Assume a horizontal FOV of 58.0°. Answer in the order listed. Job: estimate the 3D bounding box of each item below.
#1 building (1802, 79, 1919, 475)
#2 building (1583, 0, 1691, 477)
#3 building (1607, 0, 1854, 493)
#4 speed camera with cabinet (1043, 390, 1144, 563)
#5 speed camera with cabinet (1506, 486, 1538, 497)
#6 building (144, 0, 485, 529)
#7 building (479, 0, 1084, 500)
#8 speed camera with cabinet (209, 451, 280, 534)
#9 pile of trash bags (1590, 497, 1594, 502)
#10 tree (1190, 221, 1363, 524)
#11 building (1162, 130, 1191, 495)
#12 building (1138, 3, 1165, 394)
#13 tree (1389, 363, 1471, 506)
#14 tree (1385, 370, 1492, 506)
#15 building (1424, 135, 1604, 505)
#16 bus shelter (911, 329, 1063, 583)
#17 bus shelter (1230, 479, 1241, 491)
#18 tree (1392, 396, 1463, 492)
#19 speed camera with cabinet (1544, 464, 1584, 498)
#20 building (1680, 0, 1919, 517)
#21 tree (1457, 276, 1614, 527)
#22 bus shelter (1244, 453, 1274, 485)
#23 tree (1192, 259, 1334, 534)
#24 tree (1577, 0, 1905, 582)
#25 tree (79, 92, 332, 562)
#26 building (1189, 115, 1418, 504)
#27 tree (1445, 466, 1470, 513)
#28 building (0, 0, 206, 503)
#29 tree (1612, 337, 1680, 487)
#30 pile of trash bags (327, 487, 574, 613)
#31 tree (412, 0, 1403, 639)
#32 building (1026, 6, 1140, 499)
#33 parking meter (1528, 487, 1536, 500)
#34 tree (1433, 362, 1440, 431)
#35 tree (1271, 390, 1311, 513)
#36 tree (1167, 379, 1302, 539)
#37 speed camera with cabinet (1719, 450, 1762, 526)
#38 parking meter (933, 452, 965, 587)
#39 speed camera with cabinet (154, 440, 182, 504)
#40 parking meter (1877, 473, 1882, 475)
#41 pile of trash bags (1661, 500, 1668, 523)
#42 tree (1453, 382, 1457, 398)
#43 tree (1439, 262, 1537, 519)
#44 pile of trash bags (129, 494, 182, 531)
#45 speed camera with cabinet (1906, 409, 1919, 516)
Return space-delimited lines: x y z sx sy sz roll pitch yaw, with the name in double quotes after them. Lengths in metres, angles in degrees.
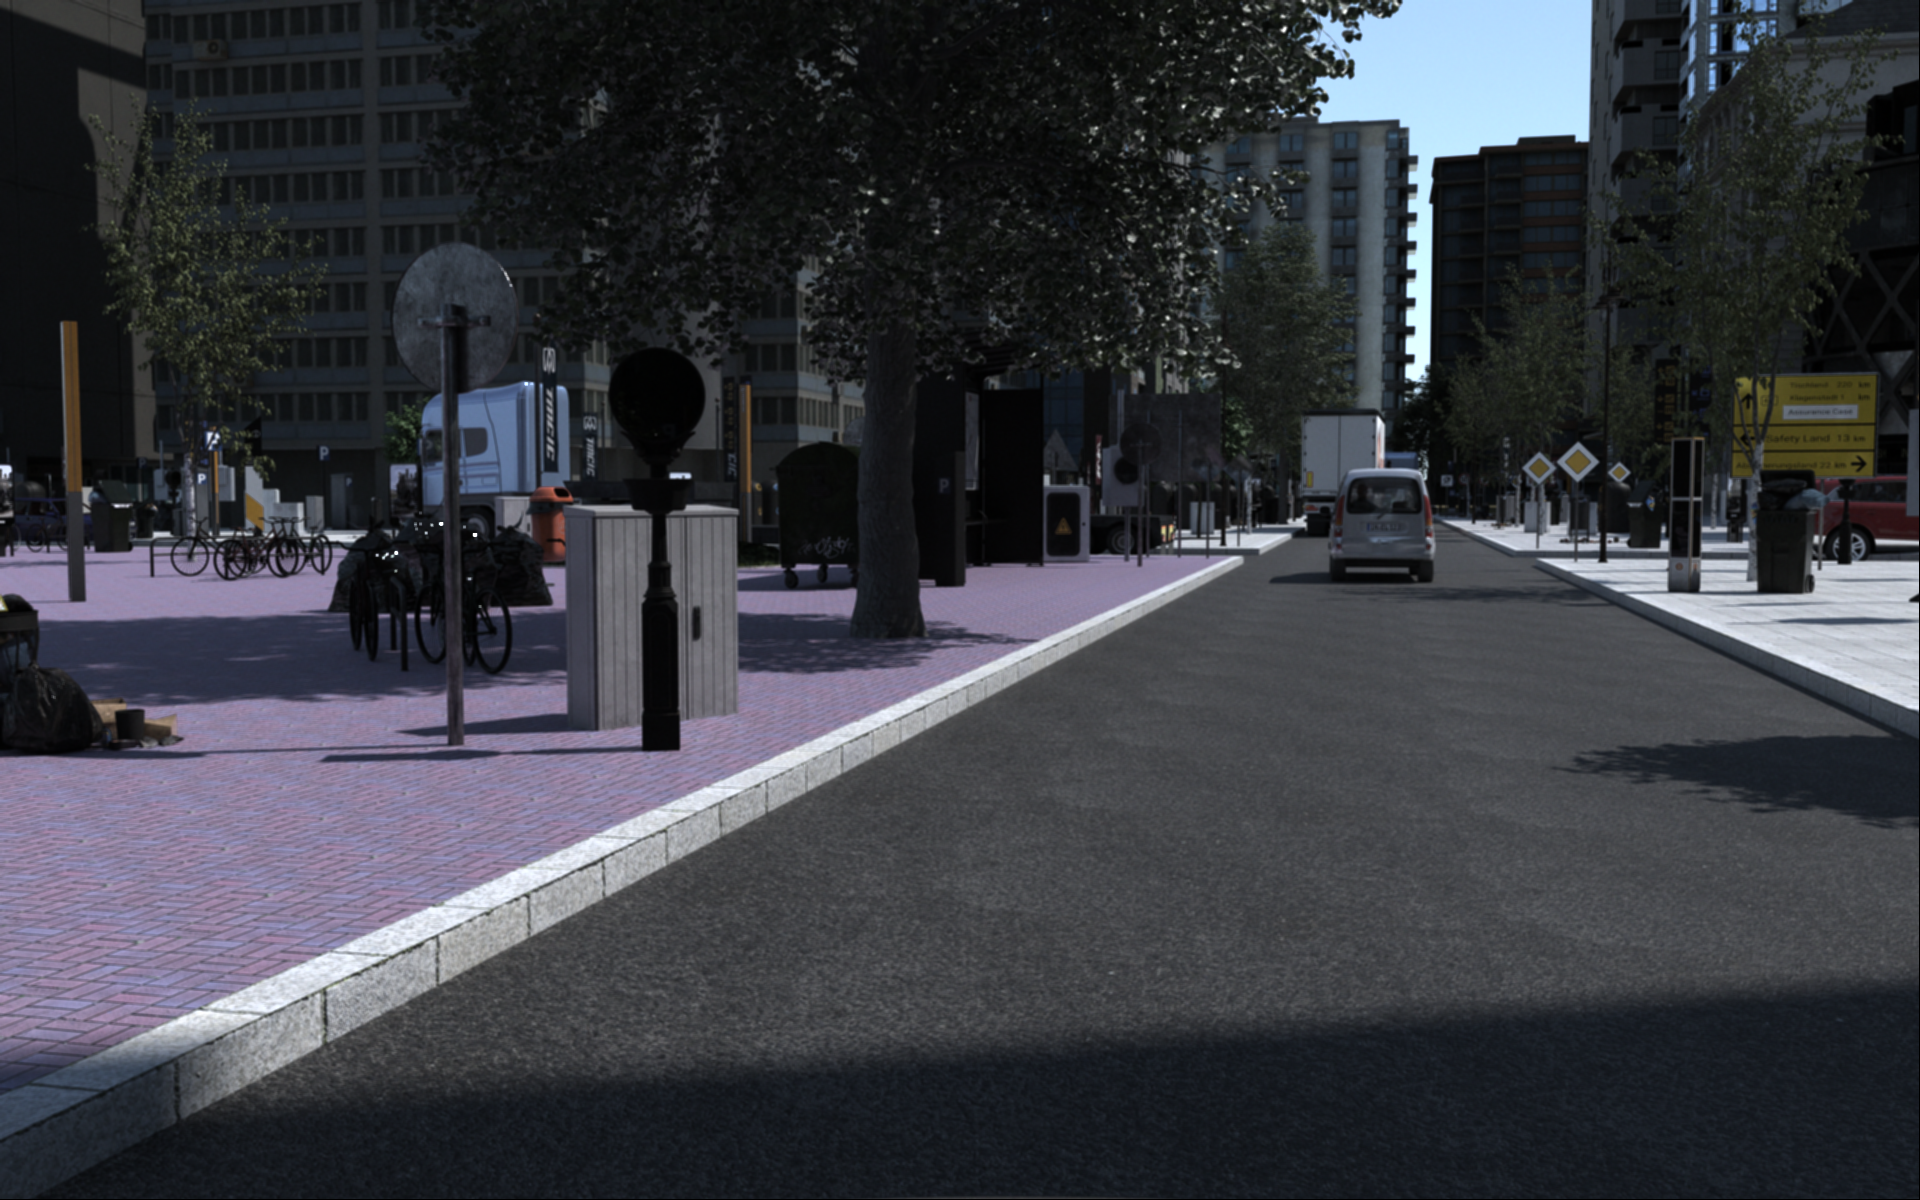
46.088 -12.759 76.060 16.820 18.784 16.811 1 4 13 "building"
71.102 -34.488 153.111 28.713 52.752 27.495 1 4 13 "building"
60.955 -49.652 124.488 22.319 86.520 31.000 1 4 13 "building"
2.412 -2.337 32.553 2.038 3.252 0.660 -1 4 -13 "speed camera with cabinet"
33.142 -6.571 101.776 2.038 3.252 0.660 2 4 34 "speed camera with cabinet"
-16.860 -23.314 73.065 32.217 40.220 23.993 1 4 13 "building"
-9.015 -25.444 107.894 32.217 40.220 23.993 1 4 13 "building"
-23.275 -3.793 56.351 2.038 3.252 0.660 -1 4 -11 "speed camera with cabinet"
37.967 -6.016 108.109 3.447 1.369 1.912 2 4 32 "pile of trash bags"
13.235 -9.467 72.917 7.486 12.596 7.792 0 3 0 "tree"
11.490 -44.775 170.321 20.611 71.187 20.563 1 4 13 "building"
8.714 -27.936 140.352 14.154 41.232 14.086 1 4 13 "building"
41.021 -14.142 149.354 7.486 12.596 7.792 0 3 0 "tree"
35.655 -11.937 129.583 8.767 10.594 7.601 -2 4 -23 "tree"
71.364 -34.262 214.808 28.867 44.769 22.147 1 4 13 "building"
0.291 -2.239 27.893 1.731 3.624 6.357 1 4 14 "bus shelter"
12.732 -5.745 85.212 1.731 3.624 6.357 1 4 14 "bus shelter"
45.762 -14.873 168.936 9.928 11.665 9.643 0 3 0 "tree"
32.914 -6.103 94.125 2.038 3.252 0.660 -1 4 -22 "speed camera with cabinet"
49.182 -18.911 96.578 14.401 28.519 23.554 1 4 13 "building"
19.826 -6.683 59.627 4.360 8.622 3.978 0 3 0 "tree"
17.613 -6.838 103.079 1.731 3.624 6.357 1 4 14 "bus shelter"
9.442 -6.393 54.894 4.360 8.622 3.978 0 3 0 "tree"
11.599 -4.591 25.432 4.737 8.622 4.395 0 3 0 "tree"
-14.280 -5.013 32.317 4.737 8.622 4.395 0 3 0 "tree"
42.721 -36.874 222.504 30.456 49.044 23.786 1 4 13 "building"
33.702 -7.514 117.449 1.663 3.219 1.824 0 3 0 "tree"
-51.053 -27.990 81.345 21.600 48.544 21.300 1 4 13 "building"
32.062 -8.057 82.087 4.360 8.622 3.978 0 3 0 "tree"
-5.565 -0.633 20.100 1.912 1.369 3.447 1 4 21 "pile of trash bags"
-0.585 -6.651 15.396 9.857 13.997 8.962 0 3 0 "tree"
5.283 -29.139 126.532 14.600 45.320 14.200 1 4 13 "building"
33.231 -5.804 100.614 0.399 1.863 0.255 0 4 6 "parking meter"
26.189 -8.467 88.801 4.737 8.622 4.395 0 3 0 "tree"
22.666 -10.067 114.953 4.737 8.622 4.395 0 3 0 "tree"
6.819 -4.025 49.520 4.285 4.588 4.351 0 3 0 "tree"
31.402 -4.577 69.175 2.038 3.252 0.660 -2 4 -24 "speed camera with cabinet"
-0.149 -1.122 24.057 0.399 1.863 0.255 3 5 40 "parking meter"
-28.704 -4.248 63.788 2.038 3.252 0.660 1 4 22 "speed camera with cabinet"
25.005 -2.529 47.054 0.255 1.863 0.399 -3 5 -45 "parking meter"
31.290 -4.165 77.857 3.447 1.369 1.912 2 4 30 "pile of trash bags"
21.499 -7.135 67.016 4.360 8.622 3.978 0 3 0 "tree"
17.842 -6.313 53.580 4.737 8.622 4.395 0 3 0 "tree"
-28.642 -3.142 61.125 3.447 1.369 1.912 2 4 27 "pile of trash bags"
10.517 -1.392 17.091 0.660 3.252 2.038 -2 4 -32 "speed camera with cabinet"
